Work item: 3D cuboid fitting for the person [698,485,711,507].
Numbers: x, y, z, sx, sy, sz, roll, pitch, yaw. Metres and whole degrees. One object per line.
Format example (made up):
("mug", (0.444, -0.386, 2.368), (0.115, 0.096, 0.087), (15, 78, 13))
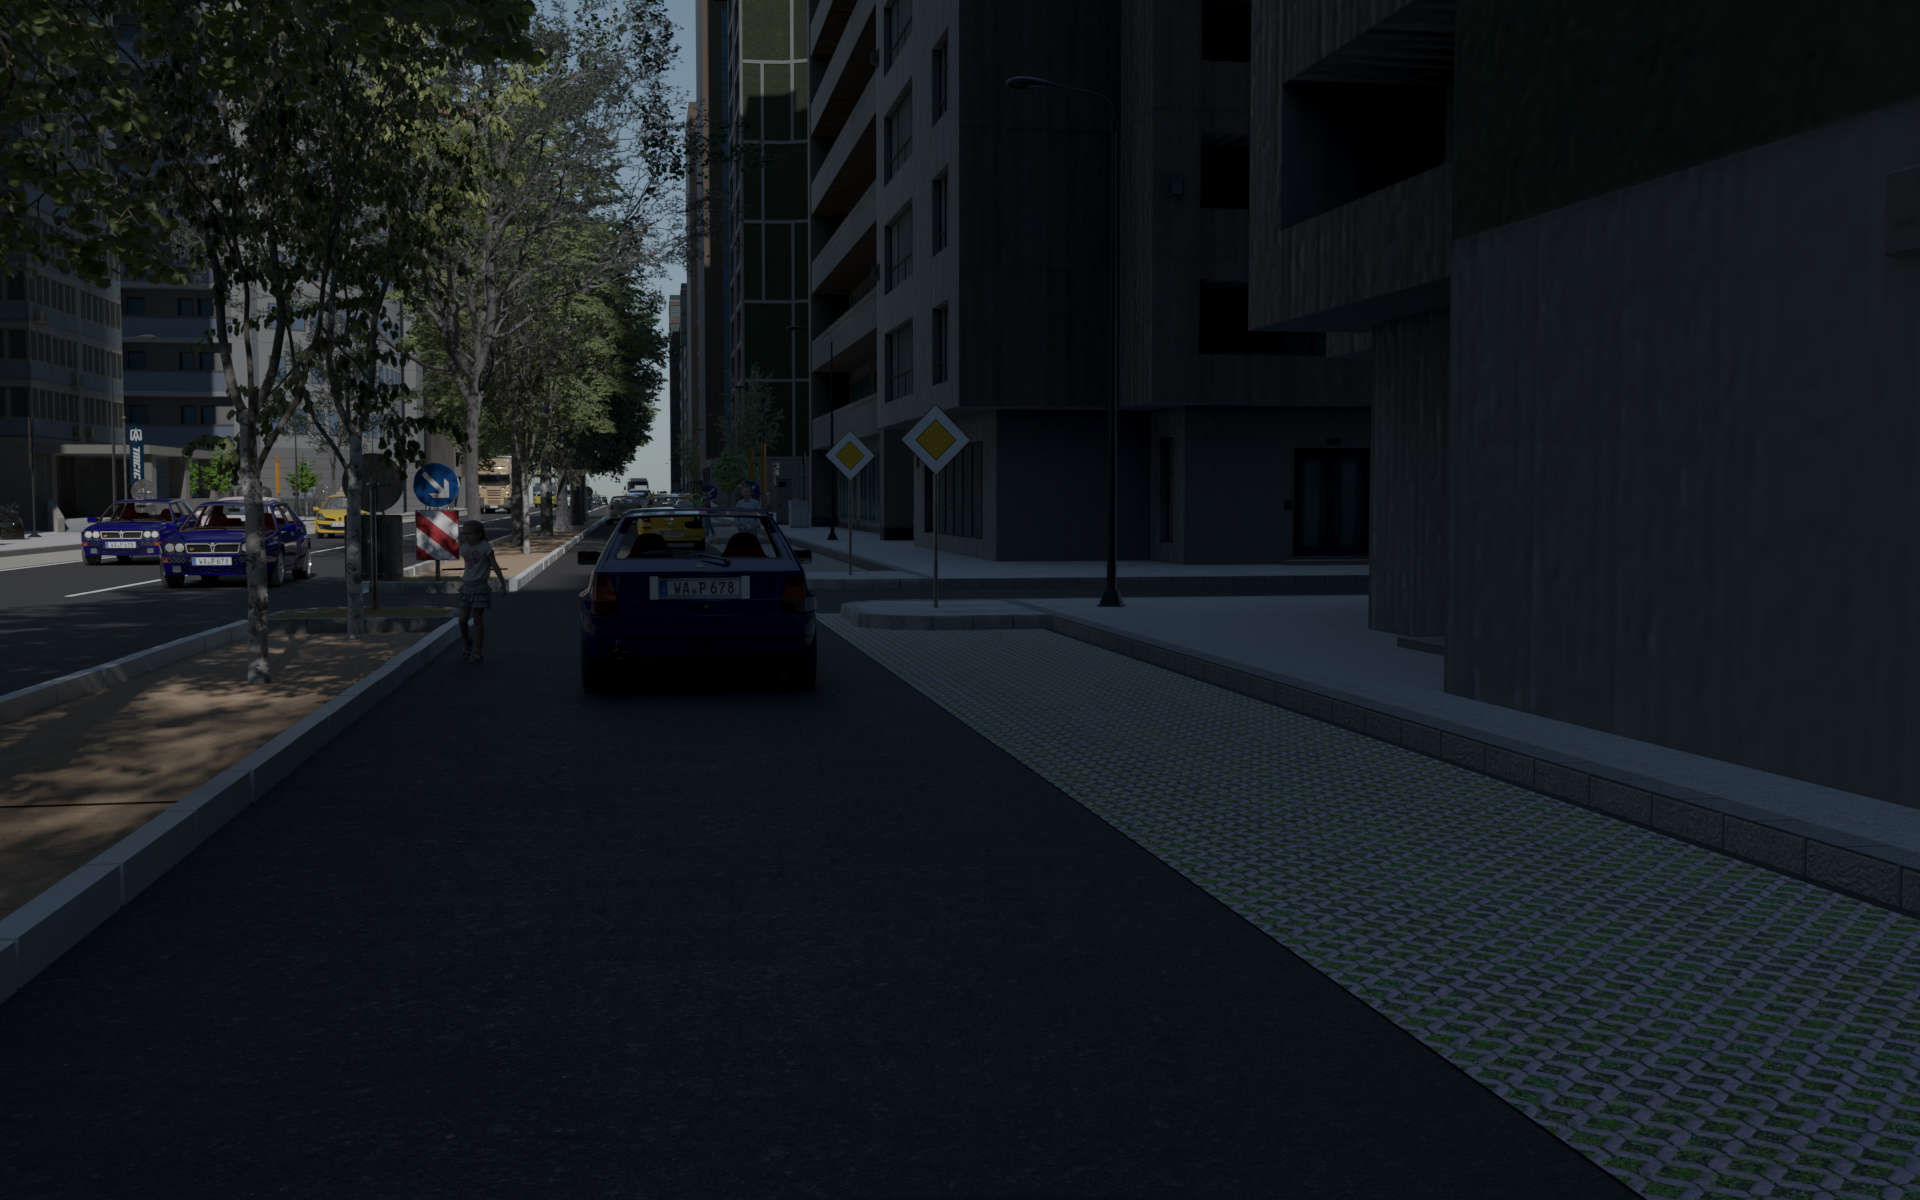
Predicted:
("person", (-8.283, -2.899, 56.743), (0.643, 1.720, 0.563), (-1, 4, -19))

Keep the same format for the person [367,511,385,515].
("person", (-10.397, -1.361, 30.933), (0.473, 1.802, 0.592), (0, 4, 2))

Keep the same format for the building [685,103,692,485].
("building", (-23.600, -33.338, 195.190), (14.600, 45.320, 14.200), (-1, 4, -10))

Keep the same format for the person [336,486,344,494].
("person", (-28.809, -4.405, 80.620), (0.635, 1.810, 0.391), (-1, 4, -19))

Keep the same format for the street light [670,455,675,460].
("street light", (-33.227, -14.204, 204.780), (1.470, 5.913, 1.316), (-1, 4, -10))

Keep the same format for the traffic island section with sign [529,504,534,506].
("traffic island section with sign", (-56.018, -13.527, 229.787), (1.989, 1.847, 2.006), (-1, 4, -10))

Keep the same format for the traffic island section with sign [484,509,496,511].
("traffic island section with sign", (-41.063, -8.604, 149.307), (1.989, 1.847, 2.006), (-1, 4, -10))

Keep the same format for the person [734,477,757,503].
("person", (-5.237, -2.100, 42.636), (0.655, 1.846, 0.447), (-2, 4, -28))

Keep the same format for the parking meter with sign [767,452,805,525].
("parking meter with sign", (-7.285, -4.614, 71.694), (1.738, 3.016, 0.543), (0, 4, -3))

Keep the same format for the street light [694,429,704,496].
("street light", (-18.057, -9.230, 123.452), (1.470, 5.913, 1.316), (-1, 4, -10))

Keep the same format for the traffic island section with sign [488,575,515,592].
("traffic island section with sign", (-7.756, -1.089, 25.941), (2.006, 1.907, 1.989), (-1, 4, -10))

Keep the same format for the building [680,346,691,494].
("building", (-20.899, -22.829, 218.293), (27.650, 21.520, 28.899), (-1, 4, -10))

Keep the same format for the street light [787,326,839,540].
("street light", (-4.091, -4.618, 48.040), (1.470, 5.913, 1.316), (-1, 4, -10))

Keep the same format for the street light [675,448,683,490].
("street light", (-27.954, -12.473, 176.469), (1.470, 5.913, 1.316), (-1, 4, -10))

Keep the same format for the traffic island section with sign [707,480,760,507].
("traffic island section with sign", (-6.227, -2.522, 49.860), (1.989, 1.847, 2.006), (-1, 4, -10))

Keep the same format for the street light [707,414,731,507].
("street light", (-13.991, -7.863, 101.099), (1.470, 5.913, 1.316), (-1, 4, -10))

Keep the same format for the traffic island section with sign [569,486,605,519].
("traffic island section with sign", (-21.496, -5.607, 99.817), (2.006, 1.907, 1.989), (-1, 4, -10))

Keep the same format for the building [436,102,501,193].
("building", (-66.723, -36.266, 216.647), (21.300, 48.544, 21.600), (-1, 4, -10))

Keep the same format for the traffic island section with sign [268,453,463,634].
("traffic island section with sign", (-6.412, -0.643, 18.656), (2.006, 1.907, 1.989), (-1, 4, -10))

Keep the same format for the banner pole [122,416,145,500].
("banner pole", (-26.536, -4.007, 55.531), (0.863, 3.779, 0.401), (0, 4, 2))

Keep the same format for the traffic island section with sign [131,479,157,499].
("traffic island section with sign", (-21.926, -2.308, 46.367), (1.989, 1.847, 2.006), (-1, 4, -10))

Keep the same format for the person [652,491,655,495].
("person", (-40.568, -13.501, 229.252), (1.348, 1.823, 0.705), (0, 4, -6))

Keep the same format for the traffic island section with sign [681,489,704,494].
("traffic island section with sign", (-11.150, -4.143, 76.364), (1.989, 1.847, 2.006), (-1, 4, -10))

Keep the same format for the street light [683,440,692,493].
("street light", (-22.967, -10.836, 149.708), (1.470, 5.913, 1.316), (-1, 4, -10))

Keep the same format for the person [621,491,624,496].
("person", (-32.130, -9.526, 165.194), (0.436, 1.711, 0.756), (0, 4, 4))

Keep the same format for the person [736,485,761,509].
("person", (-3.929, -1.333, 32.099), (0.589, 1.601, 0.330), (1, 4, 15))

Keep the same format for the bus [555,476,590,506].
("bus", (-37.426, -10.585, 167.919), (2.948, 3.499, 13.247), (-1, 4, -10))

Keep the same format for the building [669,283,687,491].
("building", (-35.095, -29.348, 251.541), (14.160, 30.474, 14.107), (-1, 4, -10))

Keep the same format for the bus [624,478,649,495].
("bus", (-38.045, -12.784, 203.873), (2.948, 3.499, 13.247), (-1, 4, -11))

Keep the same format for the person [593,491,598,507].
("person", (-40.700, -11.311, 193.511), (0.705, 1.814, 1.350), (-3, 4, -37))

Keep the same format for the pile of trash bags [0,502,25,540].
("pile of trash bags", (-28.044, -2.351, 48.189), (3.447, 1.369, 1.912), (-3, 4, -39))

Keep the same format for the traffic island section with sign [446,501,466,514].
("traffic island section with sign", (-36.131, -6.983, 122.805), (1.989, 1.847, 2.006), (-1, 4, -10))

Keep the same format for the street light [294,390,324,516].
("street light", (-29.199, -6.428, 77.634), (1.470, 5.913, 1.316), (-1, 4, -10))

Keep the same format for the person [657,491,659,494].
("person", (-29.900, -9.957, 171.823), (1.217, 1.766, 0.721), (1, 4, 18))

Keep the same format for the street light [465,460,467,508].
("street light", (-43.417, -11.104, 154.097), (1.470, 5.913, 1.316), (-1, 4, -10))

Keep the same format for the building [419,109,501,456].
("building", (-62.741, -32.860, 191.883), (22.147, 44.769, 28.867), (-1, 4, -10))

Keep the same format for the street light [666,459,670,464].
("street light", (-38.278, -15.870, 232.016), (1.470, 5.913, 1.316), (-1, 4, -10))

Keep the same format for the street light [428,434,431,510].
("street light", (-38.362, -9.441, 126.907), (1.470, 5.913, 1.316), (-1, 4, -10))

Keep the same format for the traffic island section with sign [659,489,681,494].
("traffic island section with sign", (-25.256, -8.783, 152.224), (1.989, 1.847, 2.006), (-1, 4, -10))

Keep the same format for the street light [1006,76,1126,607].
("street light", (1.199, -2.875, 19.541), (1.470, 5.913, 1.316), (-1, 4, -10))

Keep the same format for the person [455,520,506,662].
("person", (-4.106, -0.085, 14.898), (0.505, 1.210, 0.382), (1, 4, 15))

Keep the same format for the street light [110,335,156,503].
("street light", (-24.153, -4.773, 50.581), (1.470, 5.913, 1.316), (-1, 4, -10))

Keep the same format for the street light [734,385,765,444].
("street light", (-8.959, -6.224, 74.304), (1.470, 5.913, 1.316), (-1, 4, -10))

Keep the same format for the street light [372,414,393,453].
("street light", (-33.302, -7.790, 99.907), (1.470, 5.913, 1.316), (-1, 4, -10))

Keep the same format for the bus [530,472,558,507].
("bus", (-45.558, -12.222, 191.375), (2.896, 3.916, 12.252), (-1, 4, -10))

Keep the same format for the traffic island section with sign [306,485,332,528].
("traffic island section with sign", (-26.897, -3.947, 73.155), (1.989, 1.847, 2.006), (-1, 4, -10))
